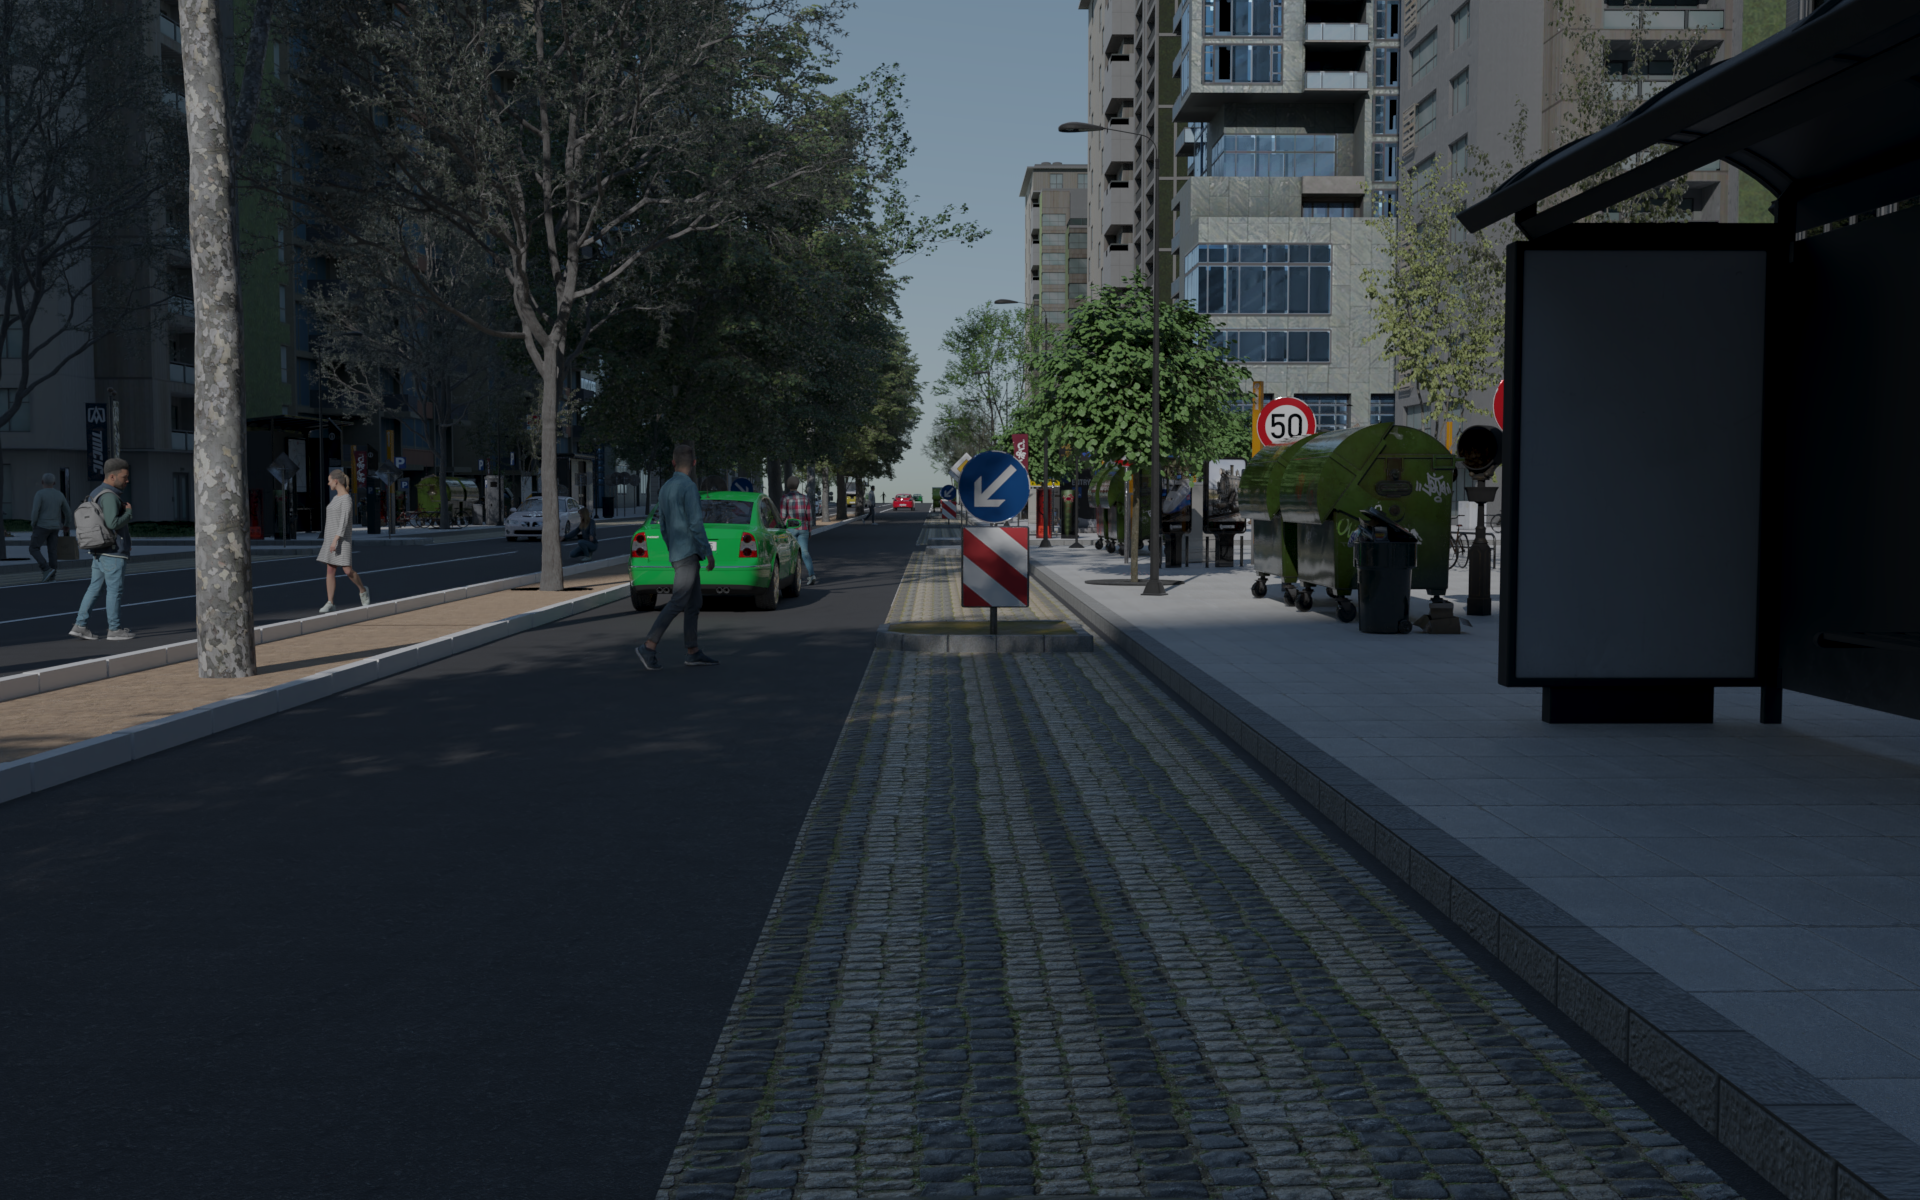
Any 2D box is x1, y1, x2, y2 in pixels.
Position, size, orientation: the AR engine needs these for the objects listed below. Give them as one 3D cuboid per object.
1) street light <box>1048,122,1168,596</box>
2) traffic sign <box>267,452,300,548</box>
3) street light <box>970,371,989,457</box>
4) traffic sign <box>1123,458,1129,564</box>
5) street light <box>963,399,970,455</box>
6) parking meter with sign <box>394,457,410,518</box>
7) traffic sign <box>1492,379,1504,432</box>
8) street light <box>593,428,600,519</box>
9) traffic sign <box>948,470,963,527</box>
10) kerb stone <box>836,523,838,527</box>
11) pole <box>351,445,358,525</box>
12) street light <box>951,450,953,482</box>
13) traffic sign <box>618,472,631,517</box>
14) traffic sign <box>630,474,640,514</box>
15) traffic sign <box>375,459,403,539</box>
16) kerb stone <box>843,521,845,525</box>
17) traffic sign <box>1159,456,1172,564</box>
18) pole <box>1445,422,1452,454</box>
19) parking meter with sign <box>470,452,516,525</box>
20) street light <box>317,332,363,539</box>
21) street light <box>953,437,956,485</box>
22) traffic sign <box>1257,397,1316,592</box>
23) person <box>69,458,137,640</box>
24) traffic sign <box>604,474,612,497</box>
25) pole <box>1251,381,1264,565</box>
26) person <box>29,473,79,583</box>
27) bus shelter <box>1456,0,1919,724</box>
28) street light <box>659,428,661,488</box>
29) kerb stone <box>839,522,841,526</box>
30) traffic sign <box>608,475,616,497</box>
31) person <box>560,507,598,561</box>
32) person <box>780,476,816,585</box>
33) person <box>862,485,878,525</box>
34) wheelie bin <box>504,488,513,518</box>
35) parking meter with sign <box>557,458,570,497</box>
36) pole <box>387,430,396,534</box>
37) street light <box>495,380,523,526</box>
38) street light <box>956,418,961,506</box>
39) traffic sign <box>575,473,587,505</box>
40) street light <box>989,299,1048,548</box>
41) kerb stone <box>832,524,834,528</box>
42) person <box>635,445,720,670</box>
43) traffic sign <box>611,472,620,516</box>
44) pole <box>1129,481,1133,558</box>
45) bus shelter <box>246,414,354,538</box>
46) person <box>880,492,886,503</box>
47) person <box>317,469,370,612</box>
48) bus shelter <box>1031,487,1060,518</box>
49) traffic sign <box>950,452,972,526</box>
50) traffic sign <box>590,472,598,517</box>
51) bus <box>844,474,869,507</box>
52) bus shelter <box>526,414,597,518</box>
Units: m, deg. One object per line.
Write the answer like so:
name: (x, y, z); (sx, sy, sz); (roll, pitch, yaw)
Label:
street light: (1.925, -3.012, 21.792); (1.470, 5.913, 1.316); (0, 4, -1)
traffic sign: (-16.186, -2.313, 41.459); (0.795, 2.450, 0.064); (0, 4, -1)
street light: (1.228, -5.680, 65.416); (1.470, 5.913, 1.316); (0, 4, -1)
traffic sign: (3.070, -1.942, 31.864); (0.768, 2.556, 0.104); (0, 4, 8)
street light: (1.004, -6.874, 84.925); (1.470, 5.913, 1.316); (0, 4, -1)
parking meter with sign: (-25.952, -5.165, 80.708); (0.543, 3.016, 1.738); (-2, 4, -26)
traffic sign: (5.722, -1.061, 17.457); (0.768, 2.556, 0.104); (0, 3, 0)
street light: (-18.384, -7.182, 89.963); (1.470, 5.913, 1.316); (0, 4, -1)
traffic sign: (0.047, -2.814, 49.647); (0.795, 2.450, 0.064); (0, 4, -1)
kerb stone: (-5.402, -3.166, 73.961); (0.120, 0.150, 1.000); (0, 4, -1)
pole: (-25.348, -4.810, 72.480); (0.158, 3.312, 0.155); (0, 3, 0)
street light: (0.252, -10.293, 140.825); (1.470, 5.913, 1.316); (0, 4, -1)
traffic sign: (-18.989, -5.988, 98.010); (0.768, 2.556, 0.104); (0, 4, 3)
traffic sign: (-20.885, -6.790, 111.130); (0.768, 2.556, 0.104); (0, 4, 3)
traffic sign: (-16.296, -2.801, 49.444); (0.795, 2.450, 0.064); (0, 4, -1)
kerb stone: (-5.475, -3.480, 79.092); (0.120, 0.150, 1.000); (0, 4, -1)
traffic sign: (3.668, -1.930, 31.663); (0.768, 2.556, 0.104); (0, 4, 1)
pole: (13.793, -3.370, 48.950); (0.158, 3.312, 0.155); (0, 3, 0)
parking meter with sign: (-19.208, -4.593, 71.360); (1.738, 3.016, 0.543); (-2, 4, -30)
street light: (-17.758, -4.715, 49.634); (1.470, 5.913, 1.316); (0, 4, -1)
street light: (0.450, -9.260, 123.940); (1.470, 5.913, 1.316); (0, 4, -1)
traffic sign: (4.274, -1.384, 22.736); (0.768, 2.556, 0.104); (1, 4, 8)
person: (-8.346, -0.498, 16.983); (0.623, 1.781, 0.721); (2, 4, 34)
traffic sign: (-22.480, -6.799, 111.275); (0.768, 2.556, 0.104); (0, 4, 3)
pole: (5.381, -2.293, 31.340); (0.158, 3.312, 0.155); (0, 3, 0)
person: (-14.725, -1.174, 28.174); (0.515, 1.767, 0.782); (2, 4, 24)
bus shelter: (3.845, -0.808, 7.130); (2.014, 3.302, 5.546); (0, 4, -1)
street light: (-18.578, -8.433, 110.425); (1.470, 5.913, 1.316); (0, 4, -1)
kerb stone: (-5.437, -3.291, 76.006); (0.120, 0.150, 1.000); (0, 4, -1)
traffic sign: (-22.198, -6.780, 110.959); (0.768, 2.556, 0.104); (0, 4, 3)
person: (-8.063, -1.416, 37.148); (0.738, 1.151, 1.012); (-3, 5, -44)
person: (-2.585, -1.105, 27.402); (0.563, 1.720, 0.643); (-2, 4, -30)
person: (-4.208, -4.437, 80.884); (0.795, 1.843, 0.661); (0, 4, 3)
wheelie bin: (-24.240, -5.182, 92.630); (0.693, 1.594, 0.980); (0, 4, 2)
parking meter with sign: (-19.581, -5.302, 82.945); (1.738, 3.016, 0.543); (-1, 4, -10)
pole: (-18.208, -3.766, 55.416); (0.158, 3.312, 0.155); (0, 3, 0)
street light: (-17.990, -5.938, 69.633); (1.470, 5.913, 1.316); (0, 4, -1)
street light: (0.643, -8.067, 104.431); (1.470, 5.913, 1.316); (0, 4, -1)
traffic sign: (-18.503, -5.041, 84.558); (0.606, 2.300, 0.079); (0, 4, 2)
street light: (1.512, -4.211, 41.391); (1.470, 5.913, 1.316); (0, 4, -1)
kerb stone: (-5.365, -2.978, 70.890); (0.120, 0.150, 1.000); (0, 4, -1)
person: (-2.354, -0.365, 14.337); (0.748, 1.841, 0.638); (-1, 4, -22)
traffic sign: (-19.733, -6.086, 99.614); (0.768, 2.556, 0.104); (0, 4, 7)
pole: (3.432, -2.503, 34.775); (0.158, 3.312, 0.155); (0, 3, 0)
bus shelter: (-20.811, -3.846, 54.164); (1.731, 3.624, 6.357); (0, 4, -1)
person: (-12.145, -16.271, 274.552); (1.348, 1.821, 0.705); (3, 5, 42)
person: (-7.585, -0.733, 21.235); (0.466, 1.731, 0.760); (1, 4, 18)
bus shelter: (4.278, -6.299, 80.620); (2.179, 5.291, 8.768); (0, 4, -1)
traffic sign: (0.157, -2.325, 41.663); (0.795, 2.450, 0.064); (0, 4, -1)
traffic sign: (-20.459, -5.864, 95.982); (0.768, 2.556, 0.104); (0, 4, 4)
bus: (-11.236, -11.858, 185.432); (2.896, 3.916, 12.252); (0, 4, -1)
bus shelter: (-20.754, -6.865, 89.880); (2.179, 5.291, 8.768); (0, 4, -1)
